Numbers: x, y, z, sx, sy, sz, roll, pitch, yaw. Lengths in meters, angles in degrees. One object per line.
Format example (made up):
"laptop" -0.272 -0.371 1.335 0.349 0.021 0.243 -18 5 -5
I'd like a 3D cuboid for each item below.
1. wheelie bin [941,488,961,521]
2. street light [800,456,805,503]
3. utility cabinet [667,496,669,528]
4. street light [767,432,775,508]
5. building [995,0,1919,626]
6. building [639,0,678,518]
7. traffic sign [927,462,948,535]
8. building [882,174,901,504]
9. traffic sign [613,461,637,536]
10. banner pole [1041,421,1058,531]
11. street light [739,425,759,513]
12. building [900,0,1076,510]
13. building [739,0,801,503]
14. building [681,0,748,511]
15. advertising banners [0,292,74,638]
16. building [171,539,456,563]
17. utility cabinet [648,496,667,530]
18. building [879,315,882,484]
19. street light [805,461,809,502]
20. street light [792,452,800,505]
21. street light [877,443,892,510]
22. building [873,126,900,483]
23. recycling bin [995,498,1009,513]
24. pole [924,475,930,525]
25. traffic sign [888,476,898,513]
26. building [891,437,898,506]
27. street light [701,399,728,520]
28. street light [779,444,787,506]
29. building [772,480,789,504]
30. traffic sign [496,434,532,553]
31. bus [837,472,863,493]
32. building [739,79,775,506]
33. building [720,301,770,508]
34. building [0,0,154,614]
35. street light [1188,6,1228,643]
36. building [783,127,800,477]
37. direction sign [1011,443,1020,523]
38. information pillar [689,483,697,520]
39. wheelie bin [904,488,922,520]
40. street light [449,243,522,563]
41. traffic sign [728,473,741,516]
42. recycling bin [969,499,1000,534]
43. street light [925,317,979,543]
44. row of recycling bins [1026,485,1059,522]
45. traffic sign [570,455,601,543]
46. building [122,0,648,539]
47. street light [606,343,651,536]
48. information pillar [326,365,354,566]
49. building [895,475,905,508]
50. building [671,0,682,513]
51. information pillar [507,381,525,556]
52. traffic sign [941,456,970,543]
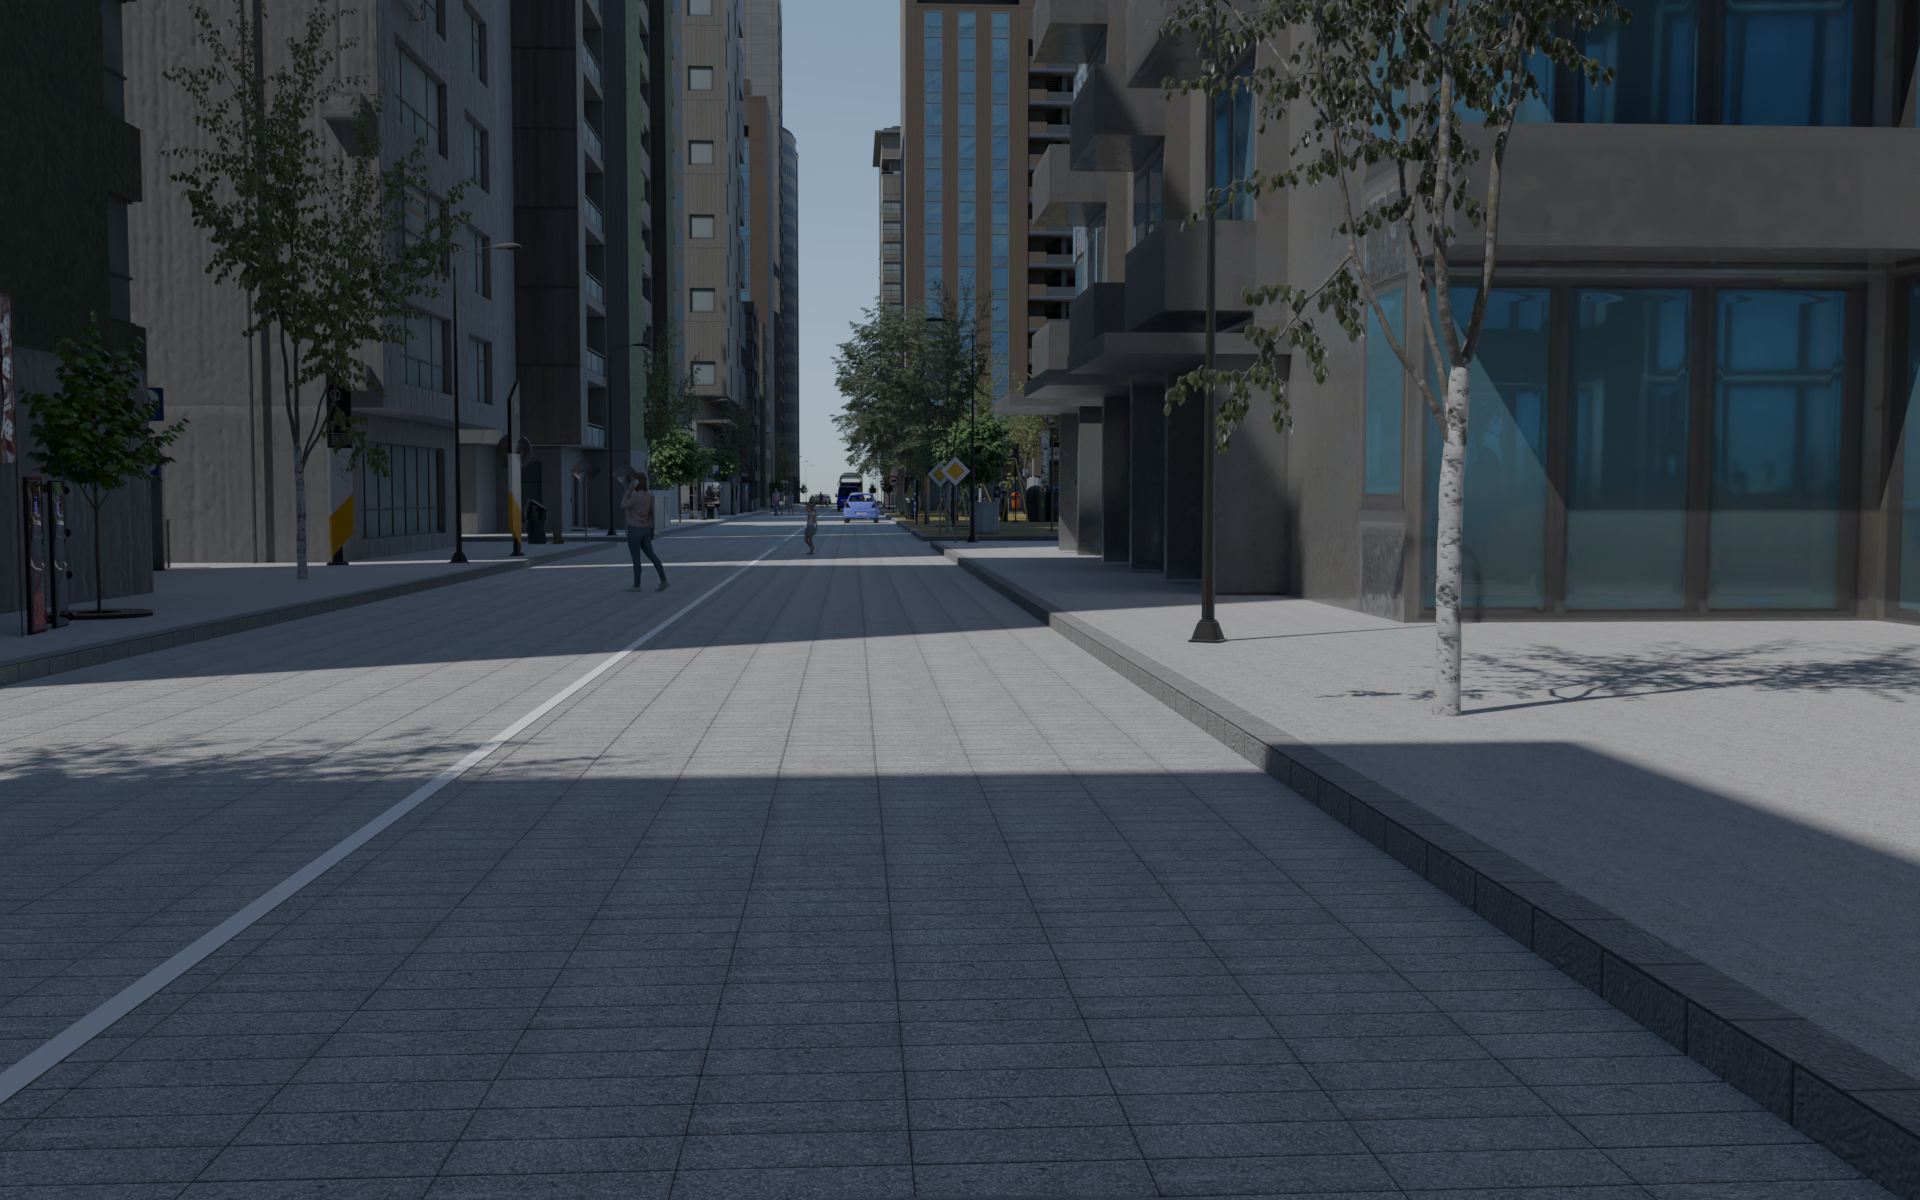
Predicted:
"wheelie bin" -0.443 -4.660 84.101 0.980 1.594 0.693 0 4 -6
"street light" -20.022 -14.666 212.329 1.470 5.913 1.316 0 4 -4
"utility cabinet" -11.217 -3.321 65.461 0.306 1.237 1.020 0 4 -2
"street light" -14.845 -9.611 129.684 1.470 5.913 1.316 0 4 -4
"building" 13.139 -25.051 29.189 23.786 49.044 30.456 0 4 -4
"building" -22.368 -19.399 88.867 14.160 30.474 14.107 0 4 -4
"traffic sign" -0.619 -3.061 53.685 0.795 2.450 0.064 0 4 -4
"building" -3.021 -33.048 223.932 14.154 41.232 14.086 0 4 -4
"traffic sign" -10.246 -3.025 53.108 0.795 2.450 0.064 0 4 -4
"banner pole" 3.024 -4.252 59.540 0.401 3.779 0.863 3 5 41
"street light" -14.089 -8.761 115.791 1.470 5.913 1.316 0 4 -4
"building" 2.236 -30.071 141.768 14.600 45.320 14.200 0 4 -4
"building" -33.200 -49.354 245.193 20.563 71.187 20.611 0 4 -4
"building" -31.553 -33.685 139.984 28.713 52.752 27.495 0 4 -4
"advertising banners" -8.506 -1.205 15.898 0.090 3.025 2.074 -1 4 -13
"building" -18.011 -21.646 37.504 14.086 41.232 14.154 0 4 -4
"utility cabinet" -10.940 -3.123 62.223 0.306 1.237 1.020 1 4 10
"building" -1.649 -37.856 273.572 22.147 44.769 28.867 0 4 -4
"street light" -21.947 -16.550 243.125 1.470 5.913 1.316 0 4 -4
"street light" -18.738 -13.378 191.272 1.470 5.913 1.316 0 4 -4
"street light" -6.308 -10.328 141.411 1.470 5.913 1.316 0 4 -4
"building" 2.214 -40.131 245.385 28.713 52.752 27.495 0 4 -4
"recycling bin" 2.763 -6.230 114.411 0.722 1.027 0.722 2 4 26
"pole" -1.388 -4.830 72.815 0.158 3.312 0.155 0 3 0
"traffic sign" -4.592 -7.278 119.093 0.768 2.556 0.104 0 4 -3
"building" 3.983 -53.489 187.215 22.319 86.520 31.000 0 4 -4
"street light" -12.020 -6.863 84.755 1.470 5.913 1.316 0 4 -4
"street light" -16.882 -11.494 160.472 1.470 5.913 1.316 0 4 -4
"building" -38.520 -32.484 222.987 32.217 40.220 23.993 0 4 -4
"traffic sign" -9.301 -2.202 36.117 0.768 2.556 0.104 0 4 6
"bus" -12.394 -12.512 196.124 2.896 3.916 12.252 0 4 -5
"building" -27.786 -33.080 190.963 14.600 45.320 14.200 0 4 -4
"building" -33.142 -19.816 169.037 27.650 21.520 28.899 0 4 -4
"building" -17.076 -14.840 14.344 14.160 30.474 14.107 0 4 -4
"street light" 1.613 -2.587 14.841 1.470 5.913 1.316 0 4 -4
"building" -36.031 -44.515 269.816 21.231 58.520 28.212 0 4 -4
"direction sign" 2.499 -5.249 77.818 0.379 3.537 0.876 -1 4 -16
"information pillar" -13.445 -5.063 87.278 0.304 2.012 0.304 2 4 28
"wheelie bin" -2.367 -4.851 87.221 0.980 1.594 0.693 2 4 34
"street light" -8.813 -3.648 32.194 1.470 5.913 1.316 0 4 -4
"traffic sign" -13.491 -6.330 103.606 0.768 2.556 0.104 0 4 2
"recycling bin" 0.769 -2.645 55.801 0.722 1.027 0.722 -2 4 -35
"street light" -0.206 -4.472 45.661 1.470 5.913 1.316 0 4 -4
"row of recycling bins" 4.761 -4.494 80.591 3.534 1.692 1.069 -1 4 -18
"traffic sign" -9.750 -2.538 45.138 0.795 2.450 0.064 0 4 -4
"building" -18.758 -22.968 59.120 14.154 41.232 14.086 0 4 -4
"street light" -10.188 -4.934 53.219 1.470 5.913 1.316 0 4 -4
"information pillar" -11.185 -2.438 31.214 0.183 3.616 0.504 2 4 33
"building" 10.218 -28.724 161.517 32.217 40.220 23.993 0 4 -4
"building" -25.315 -28.151 110.386 14.600 45.320 14.200 0 4 -4
"information pillar" -9.177 -2.712 35.689 0.183 3.616 0.504 0 4 6
"traffic sign" -0.123 -2.573 45.716 0.795 2.450 0.064 0 4 -4
